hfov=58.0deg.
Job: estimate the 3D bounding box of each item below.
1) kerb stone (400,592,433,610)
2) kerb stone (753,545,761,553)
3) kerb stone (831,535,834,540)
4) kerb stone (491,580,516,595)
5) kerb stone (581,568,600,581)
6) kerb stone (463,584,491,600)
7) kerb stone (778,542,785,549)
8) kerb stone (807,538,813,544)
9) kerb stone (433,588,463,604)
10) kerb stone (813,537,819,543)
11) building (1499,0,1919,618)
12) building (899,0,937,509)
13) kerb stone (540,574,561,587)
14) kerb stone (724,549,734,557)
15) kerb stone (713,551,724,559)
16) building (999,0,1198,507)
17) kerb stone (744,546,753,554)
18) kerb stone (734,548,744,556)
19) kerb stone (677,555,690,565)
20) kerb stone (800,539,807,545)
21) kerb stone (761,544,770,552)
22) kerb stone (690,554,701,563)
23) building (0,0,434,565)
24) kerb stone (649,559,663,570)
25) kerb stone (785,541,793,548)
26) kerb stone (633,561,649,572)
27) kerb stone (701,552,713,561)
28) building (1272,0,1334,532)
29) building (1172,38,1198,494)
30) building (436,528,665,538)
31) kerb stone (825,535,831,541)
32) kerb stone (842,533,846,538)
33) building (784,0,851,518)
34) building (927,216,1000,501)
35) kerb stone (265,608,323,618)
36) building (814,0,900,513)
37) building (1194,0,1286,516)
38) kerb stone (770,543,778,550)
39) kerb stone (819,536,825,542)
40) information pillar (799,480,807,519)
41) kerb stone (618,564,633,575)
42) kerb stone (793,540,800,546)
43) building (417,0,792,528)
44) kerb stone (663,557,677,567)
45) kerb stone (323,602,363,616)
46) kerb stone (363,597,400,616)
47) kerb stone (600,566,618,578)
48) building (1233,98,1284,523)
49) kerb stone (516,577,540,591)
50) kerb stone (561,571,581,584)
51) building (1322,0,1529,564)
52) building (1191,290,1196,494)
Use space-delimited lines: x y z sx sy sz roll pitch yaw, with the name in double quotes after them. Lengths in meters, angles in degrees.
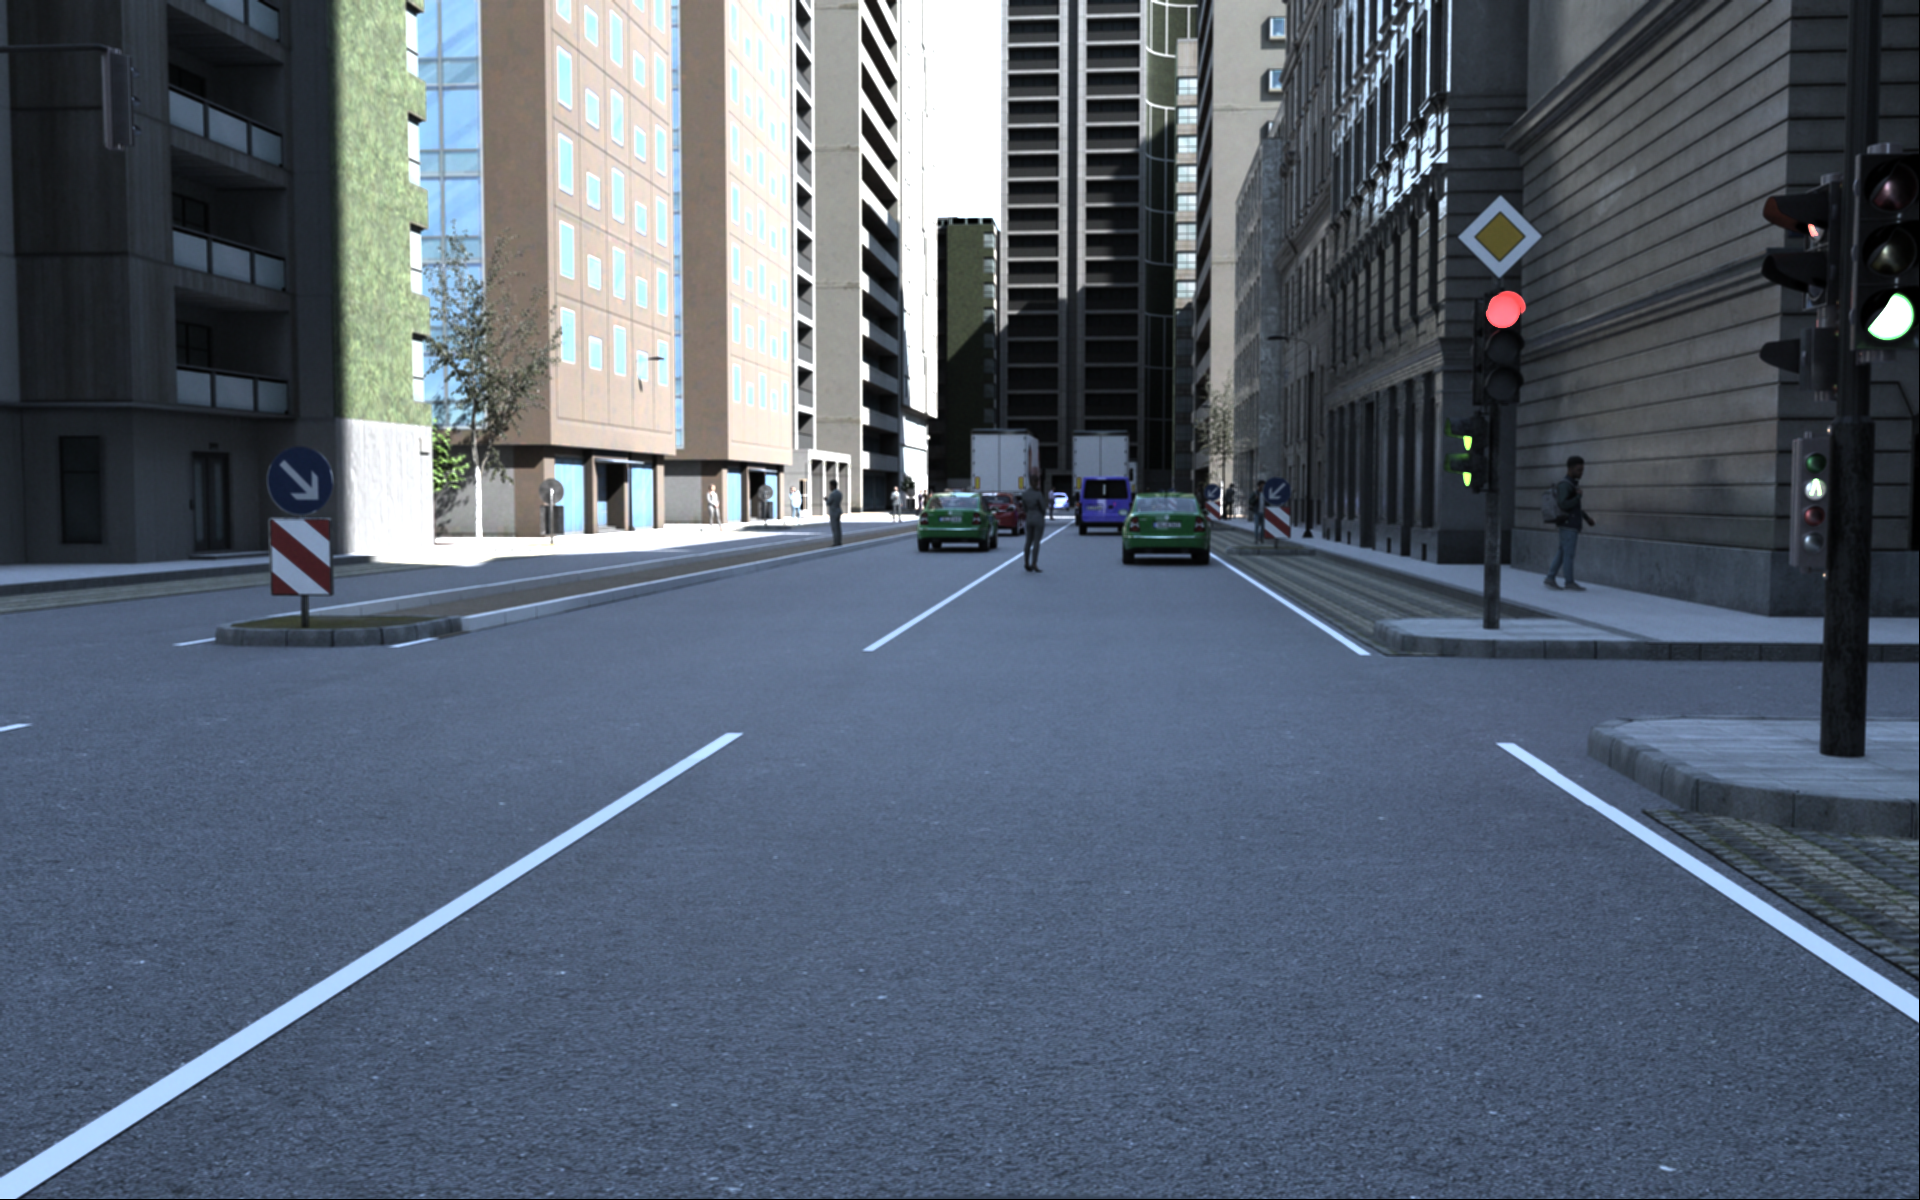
-6.908 0.028 21.737 0.120 0.150 1.000 0 4 5 "kerb stone"
-5.057 -1.219 42.144 0.120 0.150 1.000 0 4 5 "kerb stone"
-4.030 -1.905 53.377 0.120 0.150 1.000 0 4 5 "kerb stone"
-6.630 -0.153 24.798 0.120 0.150 1.000 0 4 5 "kerb stone"
-6.250 -0.409 28.878 0.120 0.150 1.000 0 4 5 "kerb stone"
-6.715 -0.097 23.775 0.120 0.150 1.000 0 4 5 "kerb stone"
-4.778 -1.402 45.205 0.120 0.150 1.000 0 4 5 "kerb stone"
-4.395 -1.648 49.287 0.120 0.150 1.000 0 4 5 "kerb stone"
-6.809 -0.034 22.756 0.120 0.150 1.000 0 4 5 "kerb stone"
-4.310 -1.718 50.305 0.120 0.150 1.000 0 4 5 "kerb stone"
25.776 -12.345 20.932 34.723 24.649 14.460 0 4 5 "building"
-16.327 -34.647 155.715 27.495 52.752 28.713 0 4 5 "building"
-6.444 -0.282 26.837 0.120 0.150 1.000 0 4 5 "kerb stone"
-5.324 -1.032 39.087 0.120 0.150 1.000 0 4 5 "kerb stone"
-5.420 -0.970 38.069 0.120 0.150 1.000 0 4 5 "kerb stone"
15.070 -45.643 184.511 20.611 71.187 20.563 0 4 5 "building"
-5.135 -1.156 41.123 0.120 0.150 1.000 0 4 5 "kerb stone"
-5.234 -1.095 40.105 0.120 0.150 1.000 0 4 5 "kerb stone"
-5.699 -0.782 35.000 0.120 0.150 1.000 0 4 5 "kerb stone"
-4.491 -1.594 48.264 0.120 0.150 1.000 0 4 5 "kerb stone"
-4.953 -1.283 43.168 0.120 0.150 1.000 0 4 5 "kerb stone"
-5.610 -0.845 36.027 0.120 0.150 1.000 0 4 5 "kerb stone"
-20.203 -21.436 34.070 14.154 41.232 14.086 0 4 5 "building"
-5.886 -0.658 32.962 0.120 0.150 1.000 0 4 5 "kerb stone"
-4.684 -1.470 46.223 0.120 0.150 1.000 0 4 5 "kerb stone"
-5.974 -0.595 31.943 0.120 0.150 1.000 0 4 5 "kerb stone"
-5.507 -0.899 37.045 0.120 0.150 1.000 0 4 5 "kerb stone"
18.193 -16.121 60.850 12.463 27.353 25.104 0 4 5 "building"
26.620 -29.069 158.878 14.154 41.232 14.086 0 4 5 "building"
-17.986 -24.839 56.223 14.600 45.320 14.200 0 4 5 "building"
-4.124 -1.844 52.348 0.120 0.150 1.000 0 4 5 "kerb stone"
-3.854 -2.032 55.417 0.120 0.150 1.000 0 4 5 "kerb stone"
-17.472 -40.687 103.486 20.563 71.187 20.611 0 4 5 "building"
-2.758 -25.157 183.021 14.107 30.474 14.160 0 4 5 "building"
-7.182 0.218 18.667 0.120 0.150 1.000 0 4 5 "kerb stone"
-16.258 -30.674 125.220 21.300 48.544 21.600 0 4 5 "building"
26.440 -29.833 111.469 21.300 48.544 21.600 0 4 5 "building"
-4.870 -1.345 44.187 0.120 0.150 1.000 0 4 5 "kerb stone"
-4.219 -1.778 51.325 0.120 0.150 1.000 0 4 5 "kerb stone"
-8.039 -5.150 88.699 0.304 2.012 0.304 1 4 20 "information pillar"
-6.074 -0.532 30.915 0.120 0.150 1.000 0 4 5 "kerb stone"
-4.584 -1.532 47.243 0.120 0.150 1.000 0 4 5 "kerb stone"
-15.837 -26.188 78.278 14.600 45.320 14.200 0 4 5 "building"
-5.794 -0.721 33.982 0.120 0.150 1.000 0 4 5 "kerb stone"
-7.090 0.153 19.688 0.120 0.150 1.000 0 4 5 "kerb stone"
-6.999 0.090 20.717 0.120 0.150 1.000 0 4 5 "kerb stone"
-6.155 -0.471 29.896 0.120 0.150 1.000 0 4 5 "kerb stone"
18.816 -13.905 82.092 10.420 20.320 16.860 0 4 5 "building"
-6.531 -0.221 25.815 0.120 0.150 1.000 0 4 5 "kerb stone"
-6.350 -0.347 27.861 0.120 0.150 1.000 0 4 5 "kerb stone"
14.199 -11.641 39.483 9.793 20.994 18.267 0 4 5 "building"
32.920 -17.880 137.370 27.650 21.520 28.899 0 4 5 "building"
